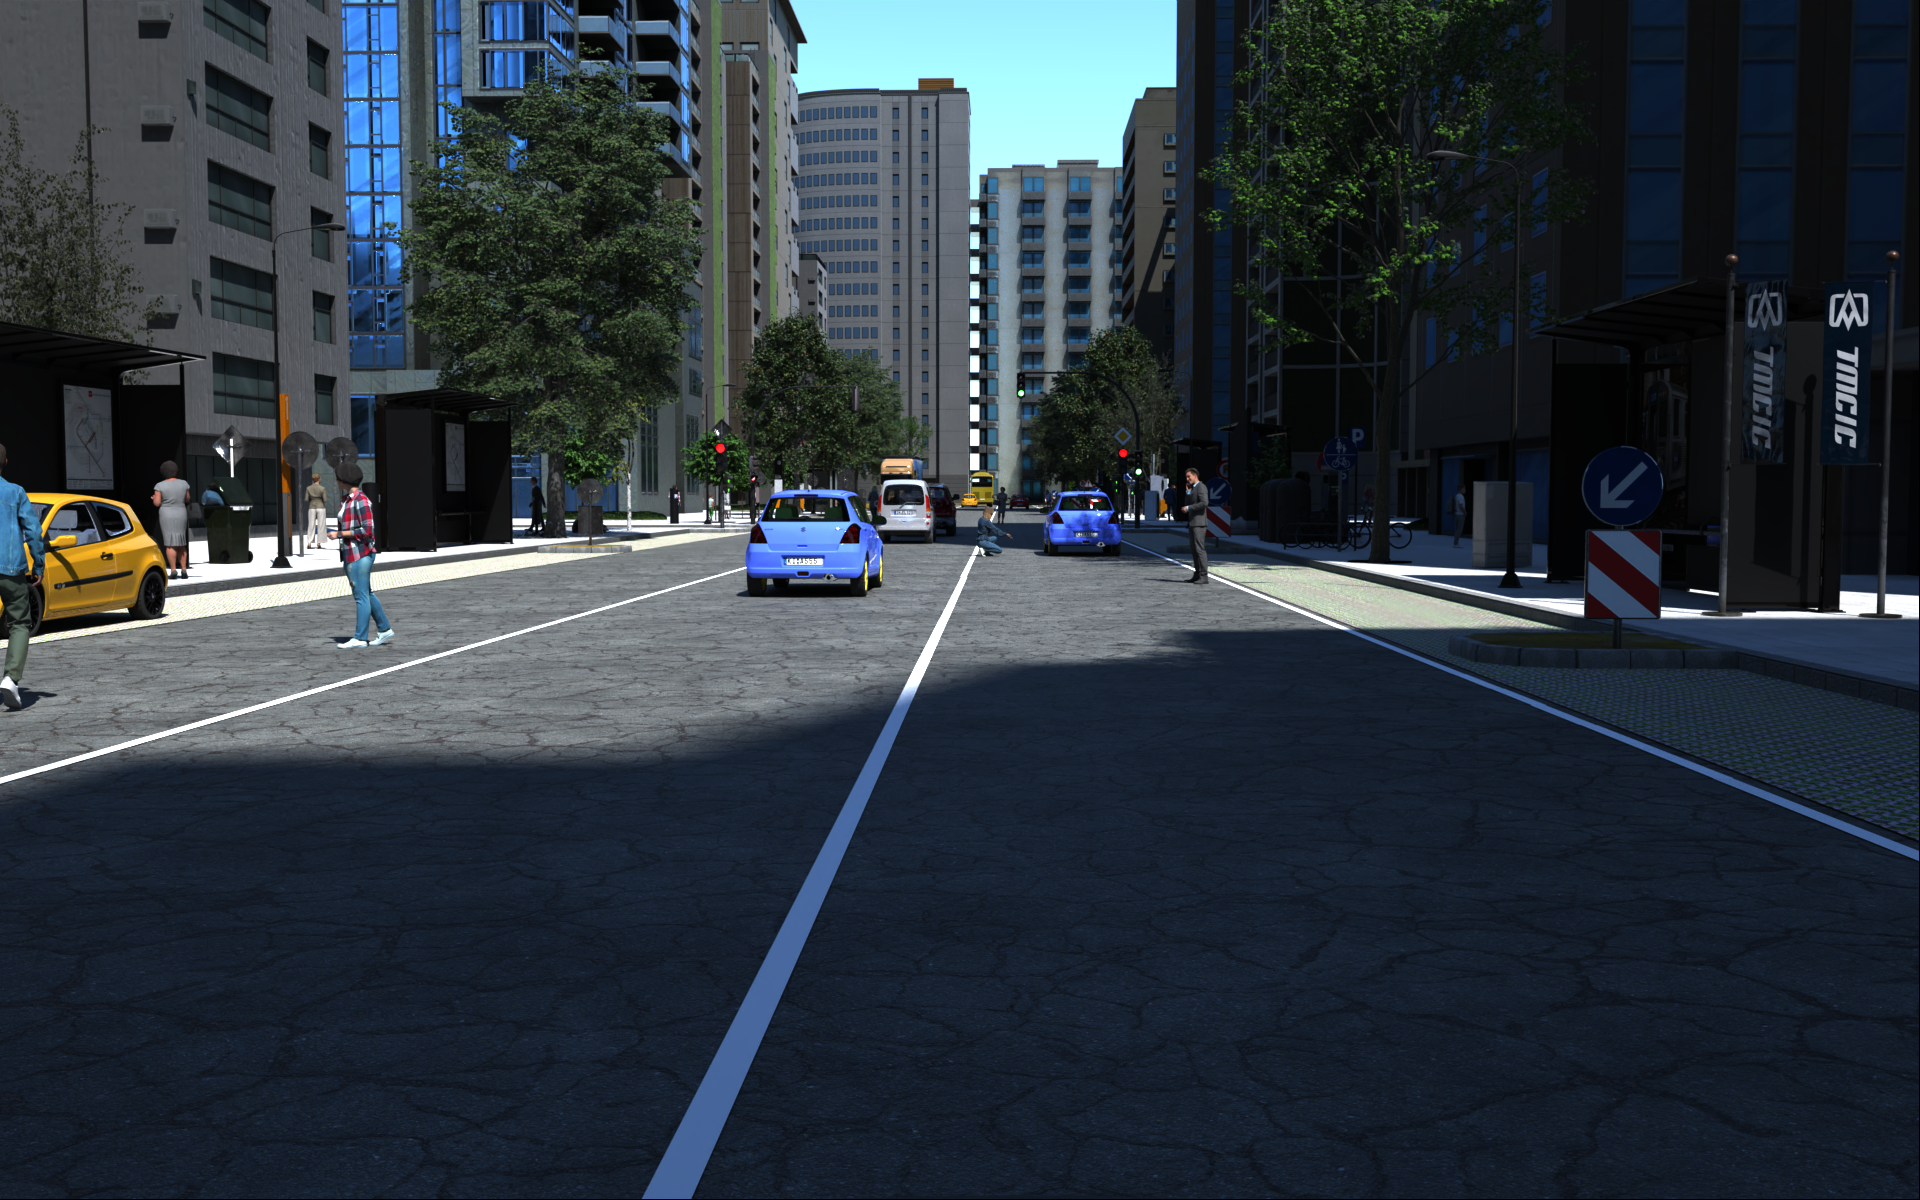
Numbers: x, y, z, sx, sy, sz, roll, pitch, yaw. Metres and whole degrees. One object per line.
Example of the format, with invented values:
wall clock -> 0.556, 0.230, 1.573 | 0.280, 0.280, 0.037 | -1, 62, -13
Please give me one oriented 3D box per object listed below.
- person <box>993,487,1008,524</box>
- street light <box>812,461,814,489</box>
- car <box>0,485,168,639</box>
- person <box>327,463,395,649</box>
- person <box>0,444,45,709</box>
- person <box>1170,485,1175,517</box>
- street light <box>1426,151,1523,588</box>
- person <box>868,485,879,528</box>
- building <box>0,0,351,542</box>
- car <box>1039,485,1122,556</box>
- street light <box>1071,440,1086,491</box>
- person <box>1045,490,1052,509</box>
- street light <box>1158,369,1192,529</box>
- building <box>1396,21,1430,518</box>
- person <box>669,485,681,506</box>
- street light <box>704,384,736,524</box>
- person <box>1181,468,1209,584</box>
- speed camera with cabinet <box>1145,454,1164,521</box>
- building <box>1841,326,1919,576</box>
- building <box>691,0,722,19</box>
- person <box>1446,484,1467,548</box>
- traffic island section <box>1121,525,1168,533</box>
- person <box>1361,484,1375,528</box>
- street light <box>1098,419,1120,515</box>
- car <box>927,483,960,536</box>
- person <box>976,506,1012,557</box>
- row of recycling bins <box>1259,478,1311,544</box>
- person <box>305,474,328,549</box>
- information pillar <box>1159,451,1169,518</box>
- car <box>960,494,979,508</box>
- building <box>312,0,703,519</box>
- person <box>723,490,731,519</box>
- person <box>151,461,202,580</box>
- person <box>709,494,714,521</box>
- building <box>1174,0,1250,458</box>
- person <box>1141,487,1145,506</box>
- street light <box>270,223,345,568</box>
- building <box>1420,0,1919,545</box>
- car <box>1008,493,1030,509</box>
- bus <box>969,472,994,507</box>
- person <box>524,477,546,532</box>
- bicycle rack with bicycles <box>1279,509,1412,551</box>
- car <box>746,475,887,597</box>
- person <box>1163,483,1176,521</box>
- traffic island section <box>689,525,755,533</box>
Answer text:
person -> 1.921, -4.556, 83.342 | 0.716, 1.782, 0.532 | 1, 4, 8
street light -> -9.083, -8.615, 113.388 | 1.470, 5.913, 1.316 | 0, 4, 1
car -> -10.007, -0.492, 18.262 | 2.015, 1.641, 3.980 | 0, 4, 1
person -> -5.588, -0.418, 16.169 | 0.643, 1.720, 0.563 | -2, 4, -30
person -> -6.350, -0.155, 11.377 | 0.601, 1.785, 0.444 | -1, 4, -23
person -> 11.896, -5.475, 95.925 | 0.532, 1.782, 0.716 | 0, 4, 8
street light -> 7.008, -3.123, 23.600 | 1.470, 5.913, 1.316 | 0, 4, 1
person -> -3.709, -3.971, 73.609 | 0.537, 1.800, 0.526 | -2, 4, -28
building -> -26.493, -17.072, 50.836 | 14.107, 30.474, 14.160 | 0, 4, 1
car -> 2.874, -1.933, 41.200 | 1.945, 1.707, 3.694 | 0, 3, 0
street light -> 10.160, -10.689, 147.301 | 1.470, 5.913, 1.316 | 0, 4, 1
person -> 7.264, -8.106, 141.293 | 0.793, 1.790, 0.793 | 1, 4, 9
street light -> 8.023, -5.613, 64.310 | 1.470, 5.913, 1.316 | 0, 4, 1
building -> 37.473, -26.679, 90.828 | 28.867, 44.769, 22.147 | 0, 4, 1
person -> -13.414, -4.556, 81.365 | 0.563, 1.720, 0.643 | 0, 4, 8
street light -> -10.129, -6.147, 73.044 | 1.470, 5.913, 1.316 | 0, 4, 1
person -> 3.749, -1.188, 27.730 | 0.447, 1.846, 0.655 | -1, 4, -9
speed camera with cabinet -> 9.500, -5.519, 84.576 | 0.660, 3.252, 2.038 | 1, 4, 17
building -> 23.970, -35.313, 15.619 | 20.563, 71.187, 20.611 | 0, 4, 1
building -> -26.566, -27.630, 135.351 | 14.154, 41.232, 14.086 | 0, 4, 1
person -> 11.843, -1.989, 41.161 | 0.523, 1.515, 0.503 | -3, 4, -38
traffic island section -> 6.614, -2.581, 64.473 | 2.009, 0.180, 2.903 | 0, 4, 1
person -> 16.330, -3.713, 69.181 | 0.573, 1.828, 0.580 | 2, 4, 24
street light -> 9.191, -8.210, 106.778 | 1.470, 5.913, 1.316 | 0, 4, 1
car -> -1.160, -3.167, 60.458 | 2.281, 1.827, 5.304 | 0, 4, 1
person -> 0.688, -1.588, 39.969 | 0.738, 1.151, 1.012 | -1, 4, -20
row of recycling bins -> 8.630, -2.395, 46.269 | 1.069, 1.692, 3.534 | 0, 4, 1
person -> -15.011, -2.072, 40.462 | 0.519, 1.759, 0.362 | 0, 4, -3
information pillar -> 10.977, -6.214, 92.961 | 0.183, 3.616, 0.504 | -3, 5, -43
car -> 1.017, -10.656, 184.447 | 2.015, 1.641, 3.980 | 0, 4, 1
building -> -27.472, -48.335, 102.951 | 22.319, 86.520, 31.000 | 0, 4, 1
person -> -11.872, -4.962, 87.530 | 0.624, 1.780, 0.694 | -2, 4, -28
person -> -11.801, -1.204, 26.093 | 0.716, 1.782, 0.532 | -3, 5, -44
person -> -11.778, -4.375, 81.824 | 0.306, 1.304, 0.590 | 0, 4, 8
building -> 24.522, -29.723, 136.082 | 14.600, 45.320, 14.200 | 0, 4, 1
person -> 14.015, -7.701, 131.915 | 0.622, 1.834, 0.822 | 3, 4, 36
street light -> -11.242, -3.506, 29.871 | 1.470, 5.913, 1.316 | 0, 4, 1
building -> 21.347, -24.281, 47.108 | 14.600, 45.320, 14.200 | 0, 4, 1
car -> 5.546, -9.377, 162.354 | 2.155, 1.783, 4.494 | 0, 4, 0
bus -> 2.442, -12.442, 194.973 | 2.896, 3.916, 12.252 | 0, 4, 0
person -> -14.433, -3.241, 58.804 | 0.755, 1.850, 0.659 | -1, 4, -17
bicycle rack with bicycles -> 8.718, -1.655, 40.448 | 2.925, 0.926, 2.852 | 3, 5, 39
car -> -2.078, -0.974, 25.512 | 1.945, 1.707, 3.694 | 0, 4, 2
person -> 9.942, -4.612, 81.626 | 0.721, 1.800, 0.419 | 1, 4, 15
traffic island section -> -8.922, -2.605, 64.870 | 2.009, 0.180, 2.903 | 0, 4, 1
